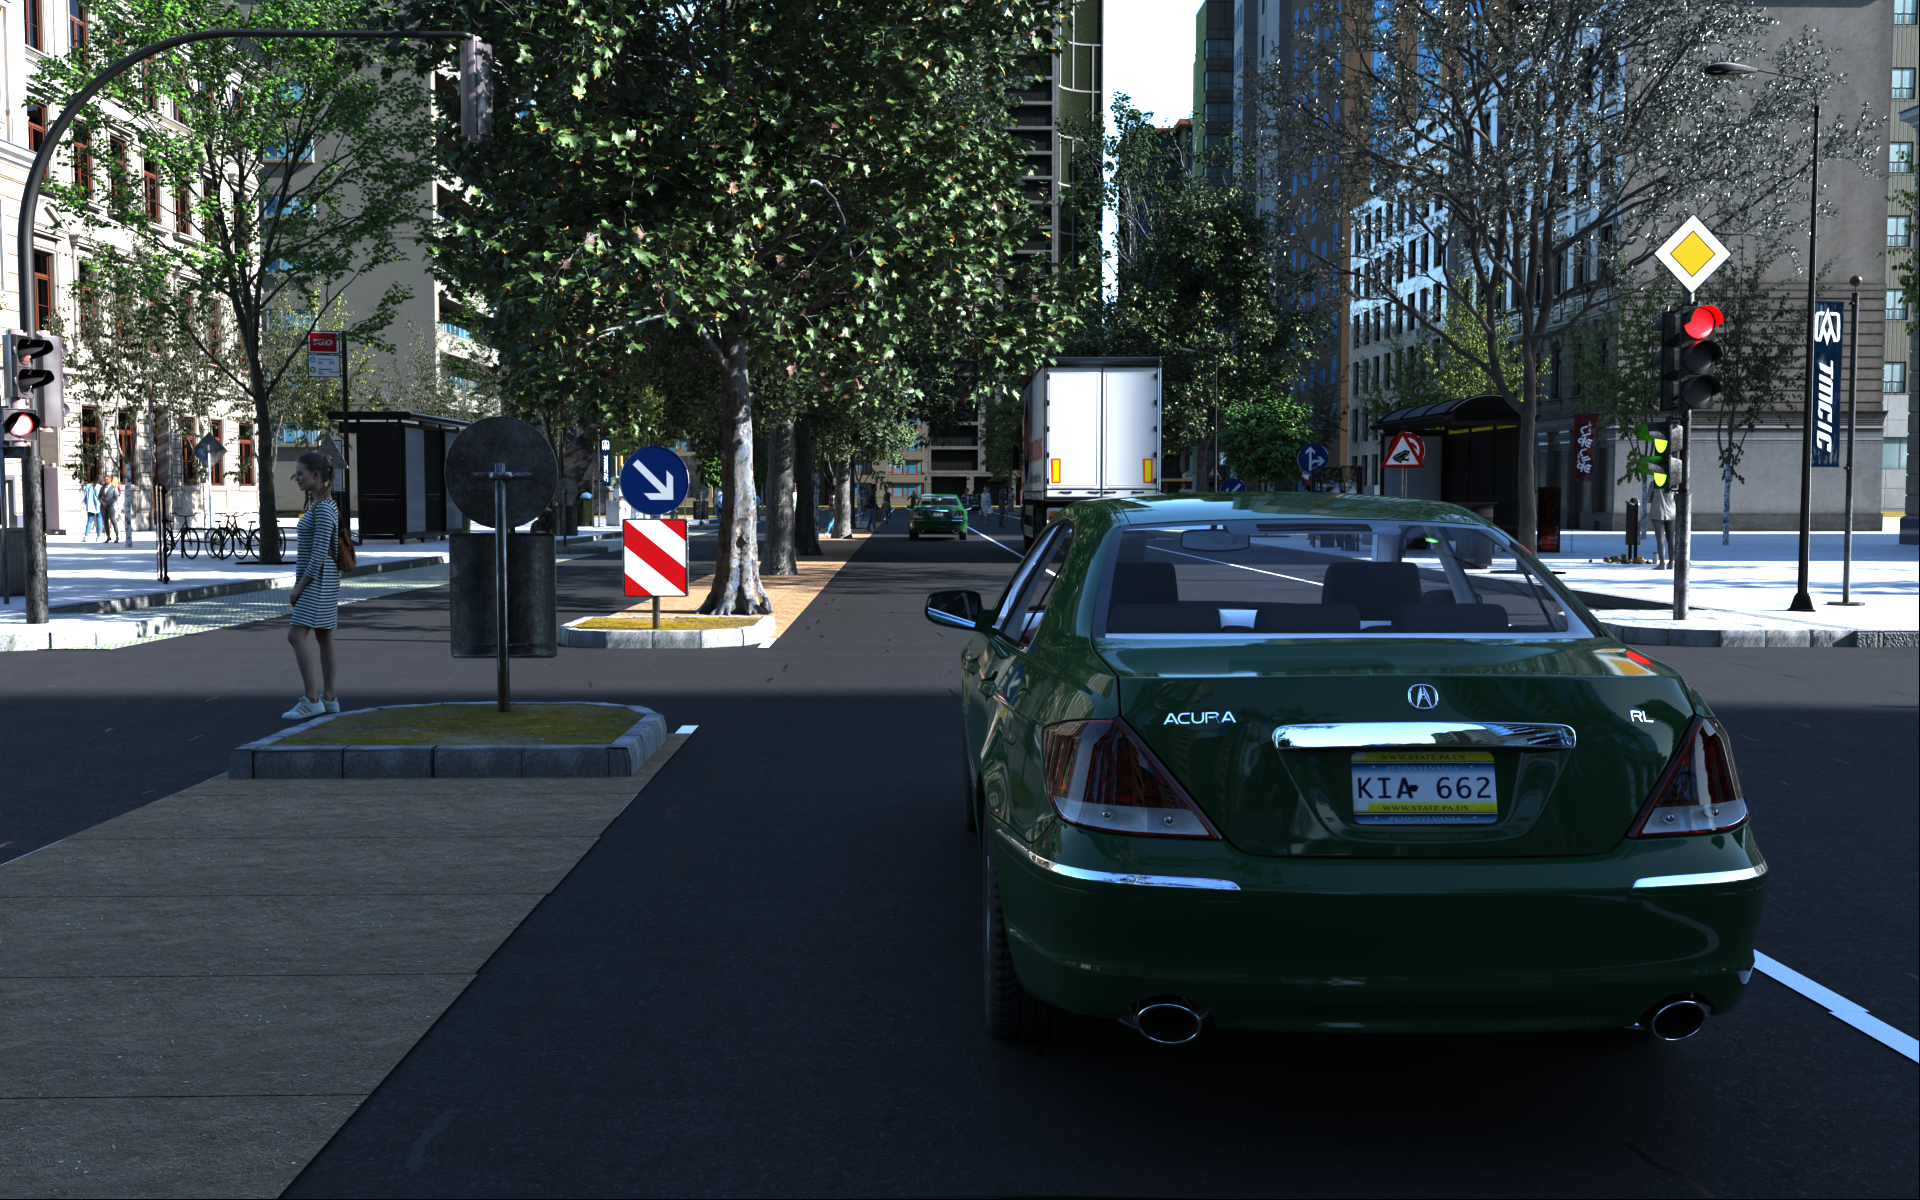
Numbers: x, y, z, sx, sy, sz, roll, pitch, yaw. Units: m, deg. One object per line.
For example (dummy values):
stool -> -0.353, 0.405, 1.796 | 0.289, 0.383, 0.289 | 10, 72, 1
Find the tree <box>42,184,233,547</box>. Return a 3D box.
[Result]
tree -> -20.114, -5.587, 41.705 | 4.360, 8.622, 3.978 | 0, 3, 0

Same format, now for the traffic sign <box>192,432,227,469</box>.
traffic sign -> -15.952, -2.269, 36.823 | 0.795, 2.593, 0.064 | 0, 4, 5

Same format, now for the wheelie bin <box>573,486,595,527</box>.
wheelie bin -> -14.815, -3.688, 68.214 | 0.980, 1.594, 0.693 | 2, 4, 34

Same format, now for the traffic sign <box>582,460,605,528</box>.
traffic sign -> -14.012, -4.045, 66.142 | 0.884, 2.594, 0.081 | 0, 4, 1

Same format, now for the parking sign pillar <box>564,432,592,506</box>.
parking sign pillar -> -15.609, -5.006, 70.312 | 1.447, 3.967, 1.447 | -2, 4, -30

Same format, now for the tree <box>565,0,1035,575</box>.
tree -> -3.228, -7.412, 30.298 | 9.857, 13.997, 8.962 | 0, 3, 0

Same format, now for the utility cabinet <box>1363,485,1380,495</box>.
utility cabinet -> 10.614, -2.176, 44.255 | 0.318, 1.500, 1.173 | 2, 4, 32

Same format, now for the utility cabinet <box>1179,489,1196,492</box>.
utility cabinet -> 10.602, -4.310, 79.143 | 1.173, 1.500, 0.318 | 2, 4, 33

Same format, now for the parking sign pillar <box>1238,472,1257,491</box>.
parking sign pillar -> 9.348, -4.154, 56.395 | 1.447, 3.967, 1.447 | 0, 3, 0

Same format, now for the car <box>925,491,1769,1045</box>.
car -> 0.942, 0.355, 5.995 | 2.131, 1.459, 4.920 | 0, 4, -1

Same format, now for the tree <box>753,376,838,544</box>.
tree -> -4.035, -5.838, 48.277 | 4.360, 8.622, 3.978 | 0, 3, 0

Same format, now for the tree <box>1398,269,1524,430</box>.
tree -> 16.861, -6.481, 56.325 | 4.737, 8.622, 4.395 | 0, 3, 0

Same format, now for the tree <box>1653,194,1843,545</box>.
tree -> 19.465, -5.679, 43.207 | 4.360, 8.622, 3.978 | 0, 3, 0

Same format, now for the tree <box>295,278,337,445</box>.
tree -> -21.871, -6.394, 54.903 | 4.360, 8.622, 3.978 | 0, 3, 0

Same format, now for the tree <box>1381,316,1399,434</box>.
tree -> 18.766, -6.960, 64.155 | 4.737, 8.622, 4.395 | 0, 3, 0

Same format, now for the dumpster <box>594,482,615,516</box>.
dumpster -> -17.770, -4.867, 85.326 | 1.264, 1.857, 1.865 | 0, 4, -2

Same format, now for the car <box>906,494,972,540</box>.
car -> -0.681, -2.658, 55.261 | 2.131, 1.459, 4.920 | 0, 4, 0

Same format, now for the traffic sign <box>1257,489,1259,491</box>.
traffic sign -> 12.232, -4.346, 71.060 | 0.884, 2.594, 0.081 | 0, 4, 7

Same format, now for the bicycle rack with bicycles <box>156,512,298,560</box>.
bicycle rack with bicycles -> -14.315, -1.294, 34.547 | 2.925, 0.926, 2.852 | 3, 5, 43

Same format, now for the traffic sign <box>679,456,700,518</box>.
traffic sign -> -14.971, -6.016, 92.241 | 2.265, 3.308, 0.079 | 0, 4, 6

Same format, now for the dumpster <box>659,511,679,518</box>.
dumpster -> -15.310, -5.358, 90.093 | 1.502, 2.255, 1.985 | 0, 4, -2

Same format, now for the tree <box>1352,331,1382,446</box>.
tree -> 17.998, -7.293, 69.595 | 4.737, 8.622, 4.395 | 0, 3, 0

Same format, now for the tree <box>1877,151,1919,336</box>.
tree -> 20.330, -5.136, 34.339 | 4.737, 8.622, 4.395 | 0, 3, 0

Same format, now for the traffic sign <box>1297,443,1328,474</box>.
traffic sign -> 8.830, -2.649, 43.416 | 0.768, 2.556, 0.104 | 0, 4, 5

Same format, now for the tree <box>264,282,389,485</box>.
tree -> -22.645, -6.773, 61.106 | 4.737, 8.622, 4.395 | 0, 3, 0

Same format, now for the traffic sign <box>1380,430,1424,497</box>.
traffic sign -> 9.026, -2.165, 35.408 | 0.884, 2.594, 0.081 | 0, 4, 5

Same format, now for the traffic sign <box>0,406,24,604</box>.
traffic sign -> -11.114, -1.101, 20.129 | 0.606, 2.300, 0.079 | 0, 4, 3

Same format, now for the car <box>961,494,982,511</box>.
car -> 1.085, -7.505, 132.497 | 2.009, 1.686, 4.222 | 0, 4, -1

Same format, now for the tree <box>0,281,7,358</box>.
tree -> -21.967, -5.251, 36.219 | 4.737, 8.622, 4.395 | 0, 3, 0

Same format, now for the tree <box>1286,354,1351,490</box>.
tree -> 18.705, -8.618, 91.266 | 4.360, 8.622, 3.978 | 0, 3, 0

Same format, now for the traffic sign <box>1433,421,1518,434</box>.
traffic sign -> 12.341, -2.887, 41.079 | 2.265, 3.308, 0.079 | 0, 4, 1

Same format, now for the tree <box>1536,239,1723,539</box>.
tree -> 19.307, -6.051, 49.296 | 4.737, 8.622, 4.395 | 0, 3, 0

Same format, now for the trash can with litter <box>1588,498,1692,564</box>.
trash can with litter -> 12.644, -1.308, 32.440 | 1.678, 1.210, 2.233 | 1, 4, 10

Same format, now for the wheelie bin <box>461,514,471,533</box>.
wheelie bin -> -15.539, -2.818, 53.980 | 0.693, 1.594, 0.980 | -1, 4, -12

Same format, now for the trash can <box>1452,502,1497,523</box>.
trash can -> 8.820, -1.105, 29.716 | 0.748, 1.137, 0.748 | 0, 3, 0

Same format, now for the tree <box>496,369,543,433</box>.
tree -> -21.452, -7.911, 79.710 | 4.360, 8.622, 3.978 | 0, 3, 0

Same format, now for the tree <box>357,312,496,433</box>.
tree -> -21.911, -7.323, 70.099 | 4.360, 8.622, 3.978 | 0, 3, 0

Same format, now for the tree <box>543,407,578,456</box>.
tree -> -21.054, -8.498, 89.311 | 4.360, 8.622, 3.978 | 0, 3, 0

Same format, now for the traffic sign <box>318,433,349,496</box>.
traffic sign -> -13.474, -2.263, 36.999 | 0.884, 2.594, 0.081 | 0, 4, 6

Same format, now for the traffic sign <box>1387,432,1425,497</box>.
traffic sign -> 9.155, -2.173, 35.631 | 0.768, 2.556, 0.104 | 0, 4, 1

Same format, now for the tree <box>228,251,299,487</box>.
tree -> -21.988, -6.076, 49.713 | 4.360, 8.622, 3.978 | 0, 3, 0

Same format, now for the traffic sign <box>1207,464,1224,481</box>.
traffic sign -> 10.555, -4.399, 71.927 | 0.884, 2.594, 0.081 | 0, 4, 8

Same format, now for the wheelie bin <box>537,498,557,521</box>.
wheelie bin -> -16.167, -3.662, 67.781 | 0.980, 1.594, 0.693 | 1, 4, 15

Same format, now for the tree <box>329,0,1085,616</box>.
tree -> -2.676, -6.181, 20.533 | 9.611, 12.733, 9.660 | 0, 3, 0
